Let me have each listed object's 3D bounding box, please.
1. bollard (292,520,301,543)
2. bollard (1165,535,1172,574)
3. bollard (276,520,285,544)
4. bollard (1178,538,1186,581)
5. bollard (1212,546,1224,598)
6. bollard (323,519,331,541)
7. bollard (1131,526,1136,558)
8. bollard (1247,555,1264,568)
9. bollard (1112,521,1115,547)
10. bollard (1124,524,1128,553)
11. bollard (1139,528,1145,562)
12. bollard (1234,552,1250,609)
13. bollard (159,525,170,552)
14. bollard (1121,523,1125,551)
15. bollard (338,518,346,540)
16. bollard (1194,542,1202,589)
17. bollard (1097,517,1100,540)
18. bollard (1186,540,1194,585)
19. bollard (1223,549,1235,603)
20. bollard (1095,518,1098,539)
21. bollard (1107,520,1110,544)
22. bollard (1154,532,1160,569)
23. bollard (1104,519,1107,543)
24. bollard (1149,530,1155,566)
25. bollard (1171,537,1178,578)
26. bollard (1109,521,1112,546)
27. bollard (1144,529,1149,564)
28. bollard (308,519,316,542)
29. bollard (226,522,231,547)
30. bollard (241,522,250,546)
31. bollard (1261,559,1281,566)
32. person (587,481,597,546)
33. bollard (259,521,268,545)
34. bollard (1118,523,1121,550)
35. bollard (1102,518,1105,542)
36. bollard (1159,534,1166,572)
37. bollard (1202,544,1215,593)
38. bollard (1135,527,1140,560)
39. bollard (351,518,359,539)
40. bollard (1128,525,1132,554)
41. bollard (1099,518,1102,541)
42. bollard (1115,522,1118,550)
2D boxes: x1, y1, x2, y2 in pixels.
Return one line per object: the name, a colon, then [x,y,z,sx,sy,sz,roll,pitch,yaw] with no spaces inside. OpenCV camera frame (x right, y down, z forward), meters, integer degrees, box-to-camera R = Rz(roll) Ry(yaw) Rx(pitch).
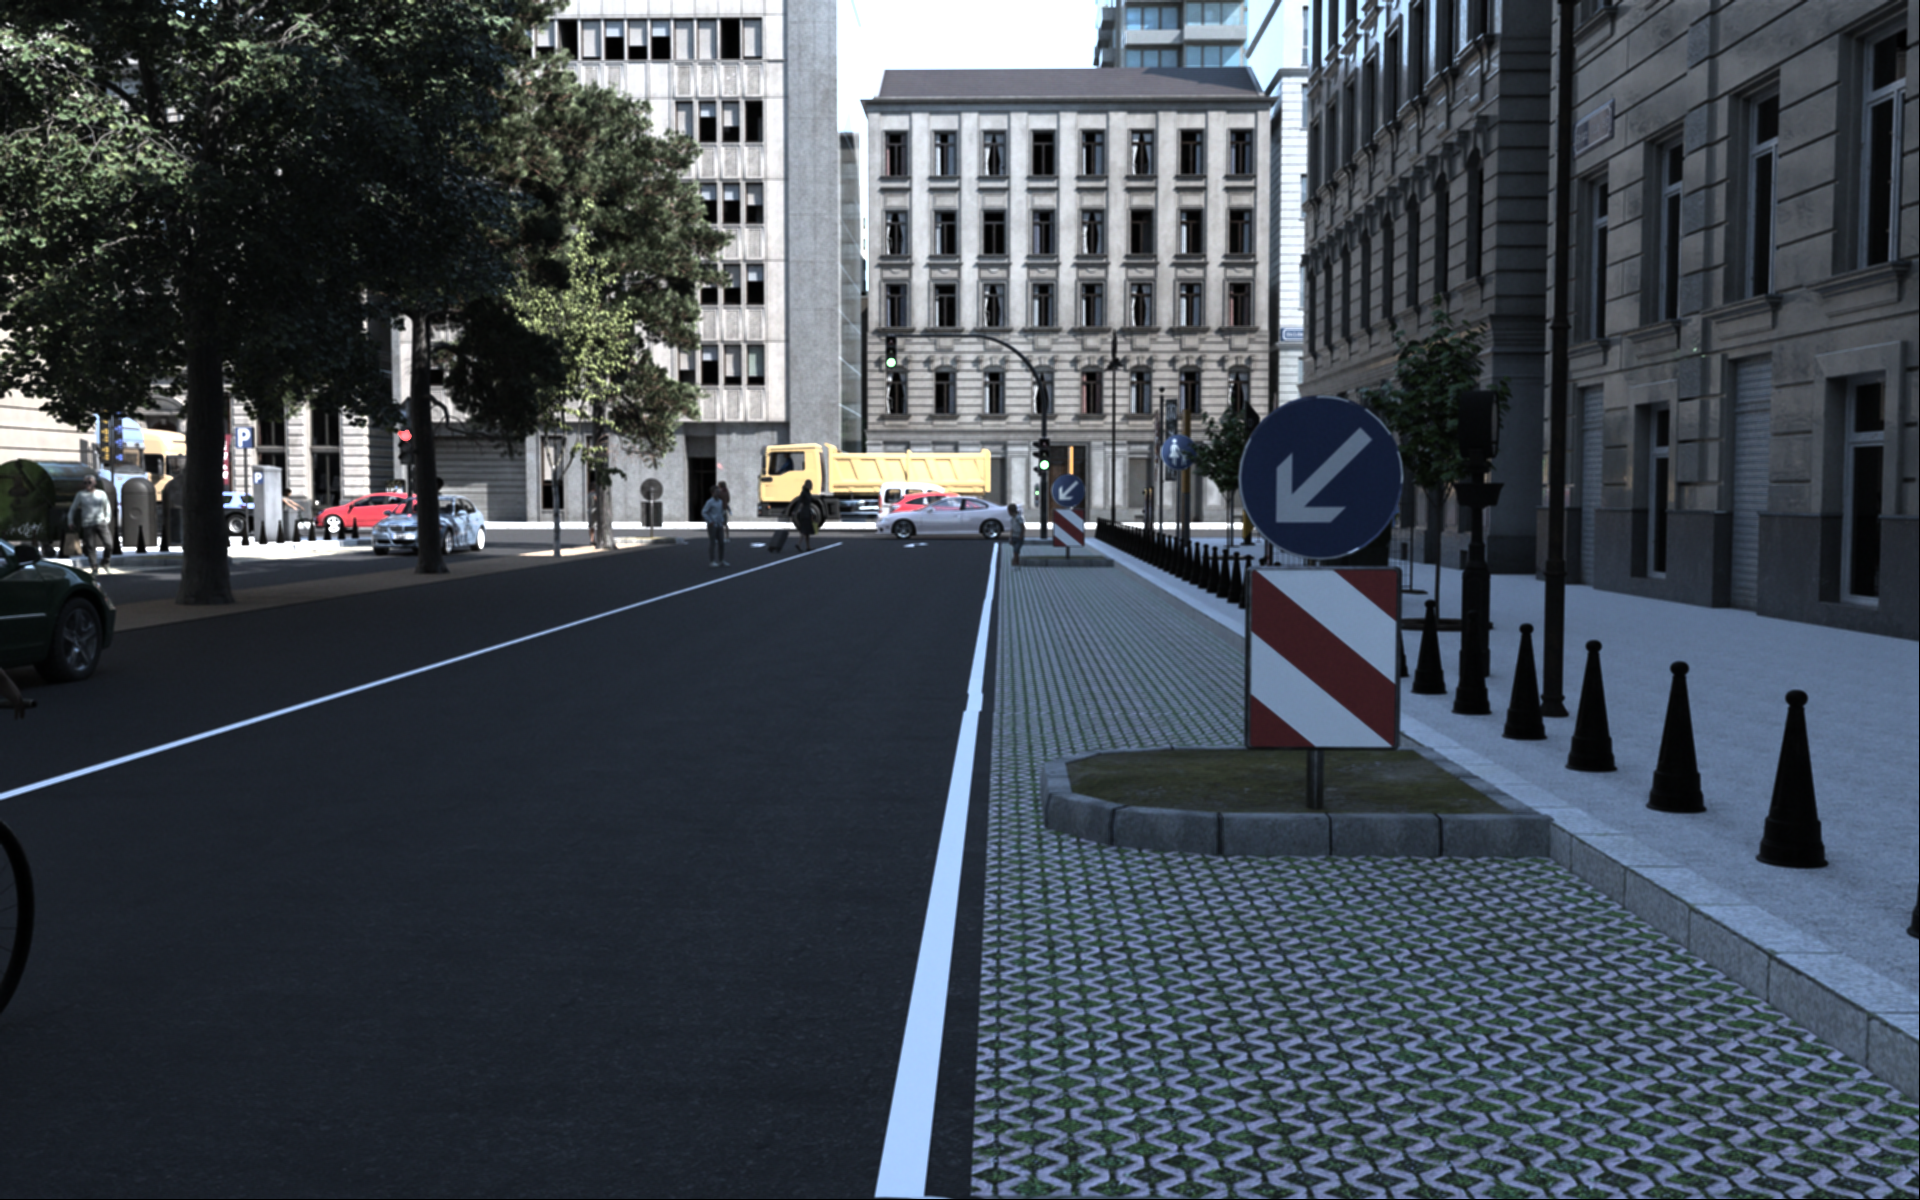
bollard: [-17.561,-1.822,45.836,0.229,0.601,0.229,0,3,0]
bollard: [3.447,-0.712,27.682,0.229,0.601,0.229,0,3,0]
bollard: [-17.589,-1.760,44.809,0.229,0.601,0.229,0,3,0]
bollard: [3.390,-0.586,25.624,0.229,0.601,0.229,0,3,0]
bollard: [3.289,-0.333,21.483,0.229,0.601,0.229,0,3,0]
bollard: [-17.511,-1.950,47.926,0.229,0.601,0.229,0,3,0]
bollard: [3.623,-1.152,34.884,0.229,0.601,0.229,0,3,0]
bollard: [3.208,-0.144,18.394,0.229,0.601,0.229,0,3,0]
bollard: [3.784,-1.532,41.086,0.229,0.601,0.229,0,3,0]
bollard: [3.680,-1.278,36.938,0.229,0.601,0.229,0,3,0]
bollard: [3.571,-1.027,32.831,0.229,0.601,0.229,0,3,0]
bollard: [3.233,-0.207,19.421,0.229,0.601,0.229,0,3,0]
bollard: [-17.746,-1.380,38.608,0.229,0.601,0.229,0,3,0]
bollard: [3.705,-1.343,37.991,0.229,0.601,0.229,0,3,0]
bollard: [-17.484,-2.013,48.952,0.229,0.601,0.229,0,3,0]
bollard: [3.344,-0.459,23.554,0.229,0.601,0.229,0,3,0]
bollard: [3.942,-1.910,47.273,0.229,0.601,0.229,0,3,0]
bollard: [3.368,-0.523,24.597,0.229,0.601,0.229,0,3,0]
bollard: [3.263,-0.269,20.447,0.229,0.601,0.229,0,3,0]
bollard: [3.965,-1.973,48.299,0.229,0.601,0.229,0,3,0]
bollard: [3.837,-1.657,43.139,0.229,0.601,0.229,0,3,0]
bollard: [3.500,-0.838,29.748,0.229,0.601,0.229,0,3,0]
bollard: [3.860,-1.721,44.175,0.229,0.601,0.229,0,3,0]
bollard: [3.524,-0.901,30.774,0.229,0.601,0.229,0,3,0]
bollard: [3.416,-0.649,26.652,0.229,0.601,0.229,0,3,0]
bollard: [3.808,-1.595,42.112,0.229,0.601,0.229,0,3,0]
bollard: [3.548,-0.964,31.800,0.229,0.601,0.229,0,3,0]
bollard: [-17.539,-1.885,46.862,0.229,0.601,0.229,0,3,0]
bollard: [-17.670,-1.570,41.707,0.229,0.601,0.229,0,3,0]
bollard: [-17.640,-1.633,42.738,0.229,0.601,0.229,0,3,0]
bollard: [3.180,-0.081,17.368,0.229,0.601,0.229,0,3,0]
person: [-9.851,-2.350,47.286,0.532,1.782,0.716,-3,4,-38]
bollard: [-17.619,-1.696,43.777,0.229,0.601,0.229,0,3,0]
bollard: [3.730,-1.406,39.025,0.229,0.601,0.229,0,3,0]
bollard: [3.889,-1.784,45.202,0.229,0.601,0.229,0,3,0]
bollard: [3.474,-0.775,28.713,0.229,0.601,0.229,0,3,0]
bollard: [3.314,-0.396,22.522,0.229,0.601,0.229,0,3,0]
bollard: [3.599,-1.090,33.858,0.229,0.601,0.229,0,3,0]
bollard: [-17.460,-2.076,49.984,0.229,0.601,0.229,0,3,0]
bollard: [3.655,-1.215,35.910,0.229,0.601,0.229,0,3,0]
bollard: [3.913,-1.847,46.239,0.229,0.601,0.229,0,3,0]
bollard: [3.755,-1.468,40.051,0.229,0.601,0.229,0,3,0]
